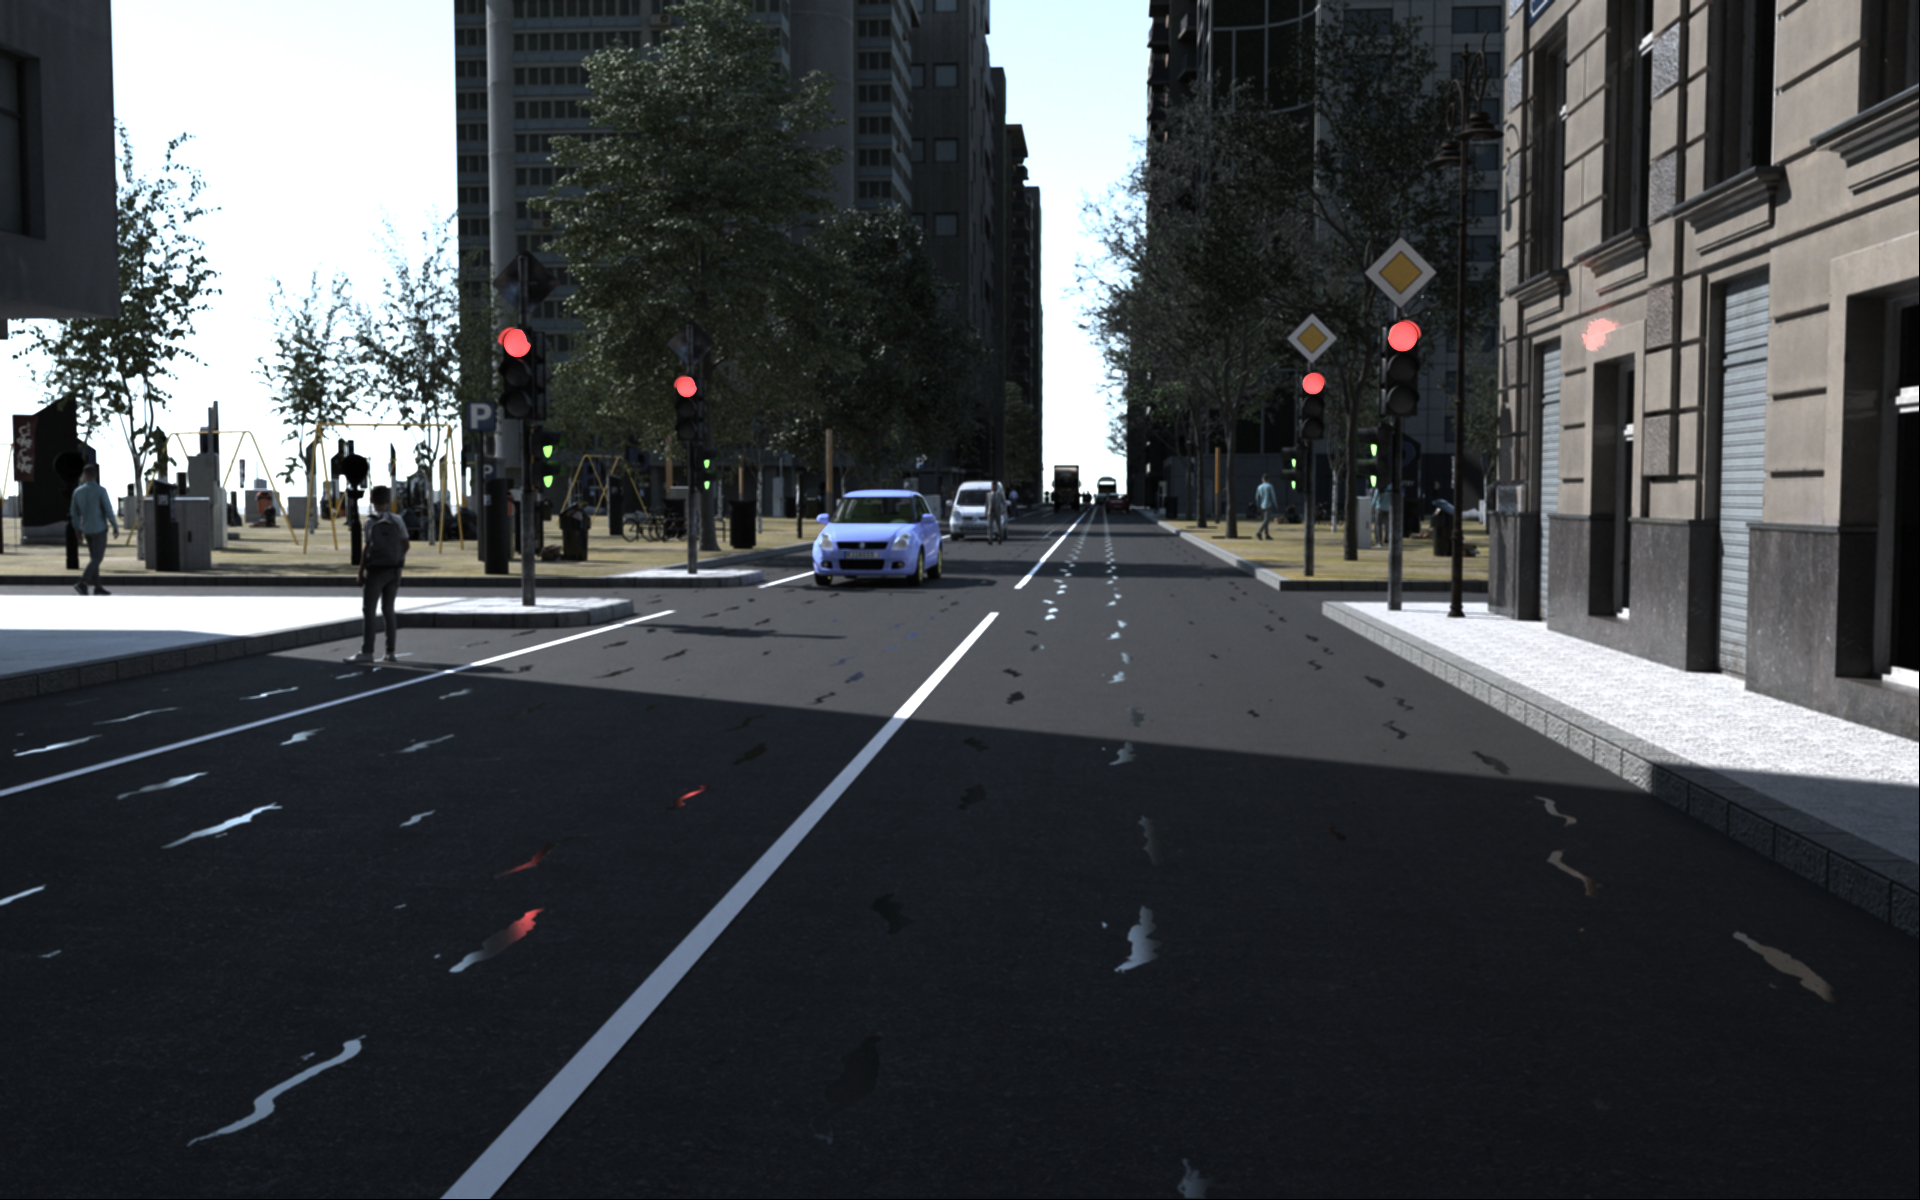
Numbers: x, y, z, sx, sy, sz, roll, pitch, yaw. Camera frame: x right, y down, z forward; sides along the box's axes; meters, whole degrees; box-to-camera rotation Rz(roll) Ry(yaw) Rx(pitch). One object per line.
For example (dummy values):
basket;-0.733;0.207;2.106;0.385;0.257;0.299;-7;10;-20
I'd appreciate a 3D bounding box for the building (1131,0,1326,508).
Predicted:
building;30.967;-46.883;204.792;20.563;71.187;20.611;0;4;5

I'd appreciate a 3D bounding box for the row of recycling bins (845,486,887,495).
row of recycling bins;-5.101;-5.316;94.034;1.069;1.692;3.534;2;4;33

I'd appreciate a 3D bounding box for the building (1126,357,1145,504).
building;36.324;-23.631;231.398;27.650;21.520;28.899;0;4;5

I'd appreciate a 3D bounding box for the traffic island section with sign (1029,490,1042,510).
traffic island section with sign;6.086;-8.922;154.494;1.989;1.847;2.006;0;4;5

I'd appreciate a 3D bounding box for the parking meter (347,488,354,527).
parking meter;-23.498;-3.585;67.028;0.372;1.533;0.369;0;3;0

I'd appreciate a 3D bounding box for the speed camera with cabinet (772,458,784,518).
speed camera with cabinet;-9.969;-6.147;94.843;0.660;3.252;2.038;0;4;-5

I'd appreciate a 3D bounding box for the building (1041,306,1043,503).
building;4.880;-29.432;252.909;14.160;30.474;14.107;0;4;5

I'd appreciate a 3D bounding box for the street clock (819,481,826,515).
street clock;-7.913;-5.810;99.563;0.358;2.002;0.471;1;4;18

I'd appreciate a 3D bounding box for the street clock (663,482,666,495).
street clock;-17.672;-6.120;104.628;0.471;2.002;0.358;2;4;34

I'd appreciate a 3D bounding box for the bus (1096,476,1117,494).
bus;20.448;-15.289;241.516;2.896;3.916;12.252;0;4;4

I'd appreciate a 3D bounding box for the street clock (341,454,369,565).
street clock;-10.890;-1.630;31.222;0.471;2.002;0.358;-1;4;-16

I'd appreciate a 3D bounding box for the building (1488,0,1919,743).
building;10.394;-12.741;5.573;12.463;27.353;25.104;0;4;5

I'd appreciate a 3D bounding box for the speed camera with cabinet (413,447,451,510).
speed camera with cabinet;-21.965;-4.752;72.028;2.038;3.252;0.660;3;5;42

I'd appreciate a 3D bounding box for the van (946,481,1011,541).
van;0.623;-2.917;54.709;2.013;2.044;4.112;0;4;4

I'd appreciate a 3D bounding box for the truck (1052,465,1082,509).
truck;10.375;-11.011;168.943;2.839;4.237;11.283;0;4;3

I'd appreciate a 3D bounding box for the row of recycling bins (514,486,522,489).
row of recycling bins;-25.680;-5.757;101.241;1.069;1.692;3.534;0;4;5

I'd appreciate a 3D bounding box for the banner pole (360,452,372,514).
banner pole;-35.187;-6.891;102.685;0.863;3.779;0.401;-2;4;-33

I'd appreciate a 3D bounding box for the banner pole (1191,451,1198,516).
banner pole;13.594;-6.771;100.722;0.863;3.779;0.401;-2;4;-31

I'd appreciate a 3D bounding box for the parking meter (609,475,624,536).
parking meter;-10.644;-2.934;53.684;0.399;1.863;0.255;1;4;13

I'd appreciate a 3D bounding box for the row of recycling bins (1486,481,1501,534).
row of recycling bins;17.697;-3.010;56.325;1.069;1.692;3.534;2;4;24

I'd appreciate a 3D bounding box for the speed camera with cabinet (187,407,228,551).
speed camera with cabinet;-17.339;-2.786;39.882;0.660;3.252;2.038;-1;4;-16

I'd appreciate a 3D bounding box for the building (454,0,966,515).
building;-16.112;-25.926;115.764;32.217;40.220;23.993;0;4;5

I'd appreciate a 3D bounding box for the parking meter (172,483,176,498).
parking meter;-36.241;-4.556;80.206;0.399;1.863;0.255;1;4;15

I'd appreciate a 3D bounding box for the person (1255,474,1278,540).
person;8.508;-2.603;48.469;0.748;1.841;0.638;-2;4;-28

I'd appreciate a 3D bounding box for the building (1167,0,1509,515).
building;24.235;-41.318;113.799;20.563;71.187;20.611;0;4;5

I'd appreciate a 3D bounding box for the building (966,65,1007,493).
building;-3.081;-29.231;161.526;14.154;41.232;14.086;0;4;5

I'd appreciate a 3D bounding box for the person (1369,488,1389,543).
person;10.999;-2.377;45.111;0.606;1.804;0.583;-1;4;-20

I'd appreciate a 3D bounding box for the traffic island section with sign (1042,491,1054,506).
traffic island section with sign;10.589;-12.271;209.255;1.989;1.847;2.006;0;4;5

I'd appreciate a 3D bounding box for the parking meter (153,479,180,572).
parking meter;-13.177;-1.244;28.754;0.372;1.533;0.369;0;3;0

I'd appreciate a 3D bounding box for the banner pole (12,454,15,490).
banner pole;-58.494;-7.162;107.108;0.401;3.779;0.863;-2;4;-26

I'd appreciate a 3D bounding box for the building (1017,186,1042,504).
building;3.128;-33.053;224.005;14.154;41.232;14.086;0;4;5

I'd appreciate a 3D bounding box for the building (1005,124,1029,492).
building;-3.331;-33.461;201.714;22.147;44.769;28.867;0;4;5

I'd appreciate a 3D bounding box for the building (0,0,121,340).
building;-14.857;-20.034;11.154;14.086;41.232;14.154;0;4;5

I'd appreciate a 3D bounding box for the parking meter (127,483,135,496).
parking meter;-42.774;-5.117;89.382;0.255;1.863;0.399;0;4;-5

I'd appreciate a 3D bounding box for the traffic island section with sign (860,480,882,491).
traffic island section with sign;-2.545;-2.507;49.612;1.989;1.847;2.006;0;4;5

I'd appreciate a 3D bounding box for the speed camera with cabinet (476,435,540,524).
speed camera with cabinet;-15.145;-3.898;58.066;2.038;3.252;0.660;-1;4;-9

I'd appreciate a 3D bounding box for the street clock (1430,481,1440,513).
street clock;26.722;-5.680;97.433;0.471;2.002;0.358;-1;4;-9

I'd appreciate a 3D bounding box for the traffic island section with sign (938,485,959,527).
traffic island section with sign;-0.274;-4.190;77.132;1.989;1.847;2.006;0;4;5

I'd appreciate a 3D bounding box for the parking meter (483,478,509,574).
parking meter;-7.443;-1.185;27.782;0.372;1.533;0.369;0;3;0

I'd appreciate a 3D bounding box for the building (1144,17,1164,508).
building;28.675;-33.108;165.019;21.300;48.544;21.600;0;4;5

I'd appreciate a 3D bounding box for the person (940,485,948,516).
person;-0.927;-5.939;102.949;0.655;1.846;0.447;2;4;33

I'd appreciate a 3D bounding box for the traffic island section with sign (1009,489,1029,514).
traffic island section with sign;3.850;-7.260;127.333;1.989;1.847;2.006;0;4;5

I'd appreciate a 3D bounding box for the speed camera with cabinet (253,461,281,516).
speed camera with cabinet;-40.808;-6.582;101.943;2.038;3.252;0.660;3;4;38

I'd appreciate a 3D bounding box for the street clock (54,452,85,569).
street clock;-15.190;-1.530;29.588;0.471;2.002;0.358;-2;4;-30

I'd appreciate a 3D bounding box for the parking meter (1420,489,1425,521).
parking meter;21.764;-4.494;81.895;0.372;1.533;0.369;0;3;0

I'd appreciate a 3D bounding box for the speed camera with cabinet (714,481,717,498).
speed camera with cabinet;-14.939;-6.391;98.825;2.038;3.252;0.660;1;4;15

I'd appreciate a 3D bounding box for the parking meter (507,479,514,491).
parking meter;-17.308;-3.732;66.734;0.255;1.863;0.399;-1;4;-13

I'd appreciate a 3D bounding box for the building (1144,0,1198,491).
building;26.241;-29.690;140.063;22.147;44.769;28.867;0;4;5

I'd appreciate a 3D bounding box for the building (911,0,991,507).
building;-11.618;-33.734;140.795;28.713;52.752;27.495;0;4;5
